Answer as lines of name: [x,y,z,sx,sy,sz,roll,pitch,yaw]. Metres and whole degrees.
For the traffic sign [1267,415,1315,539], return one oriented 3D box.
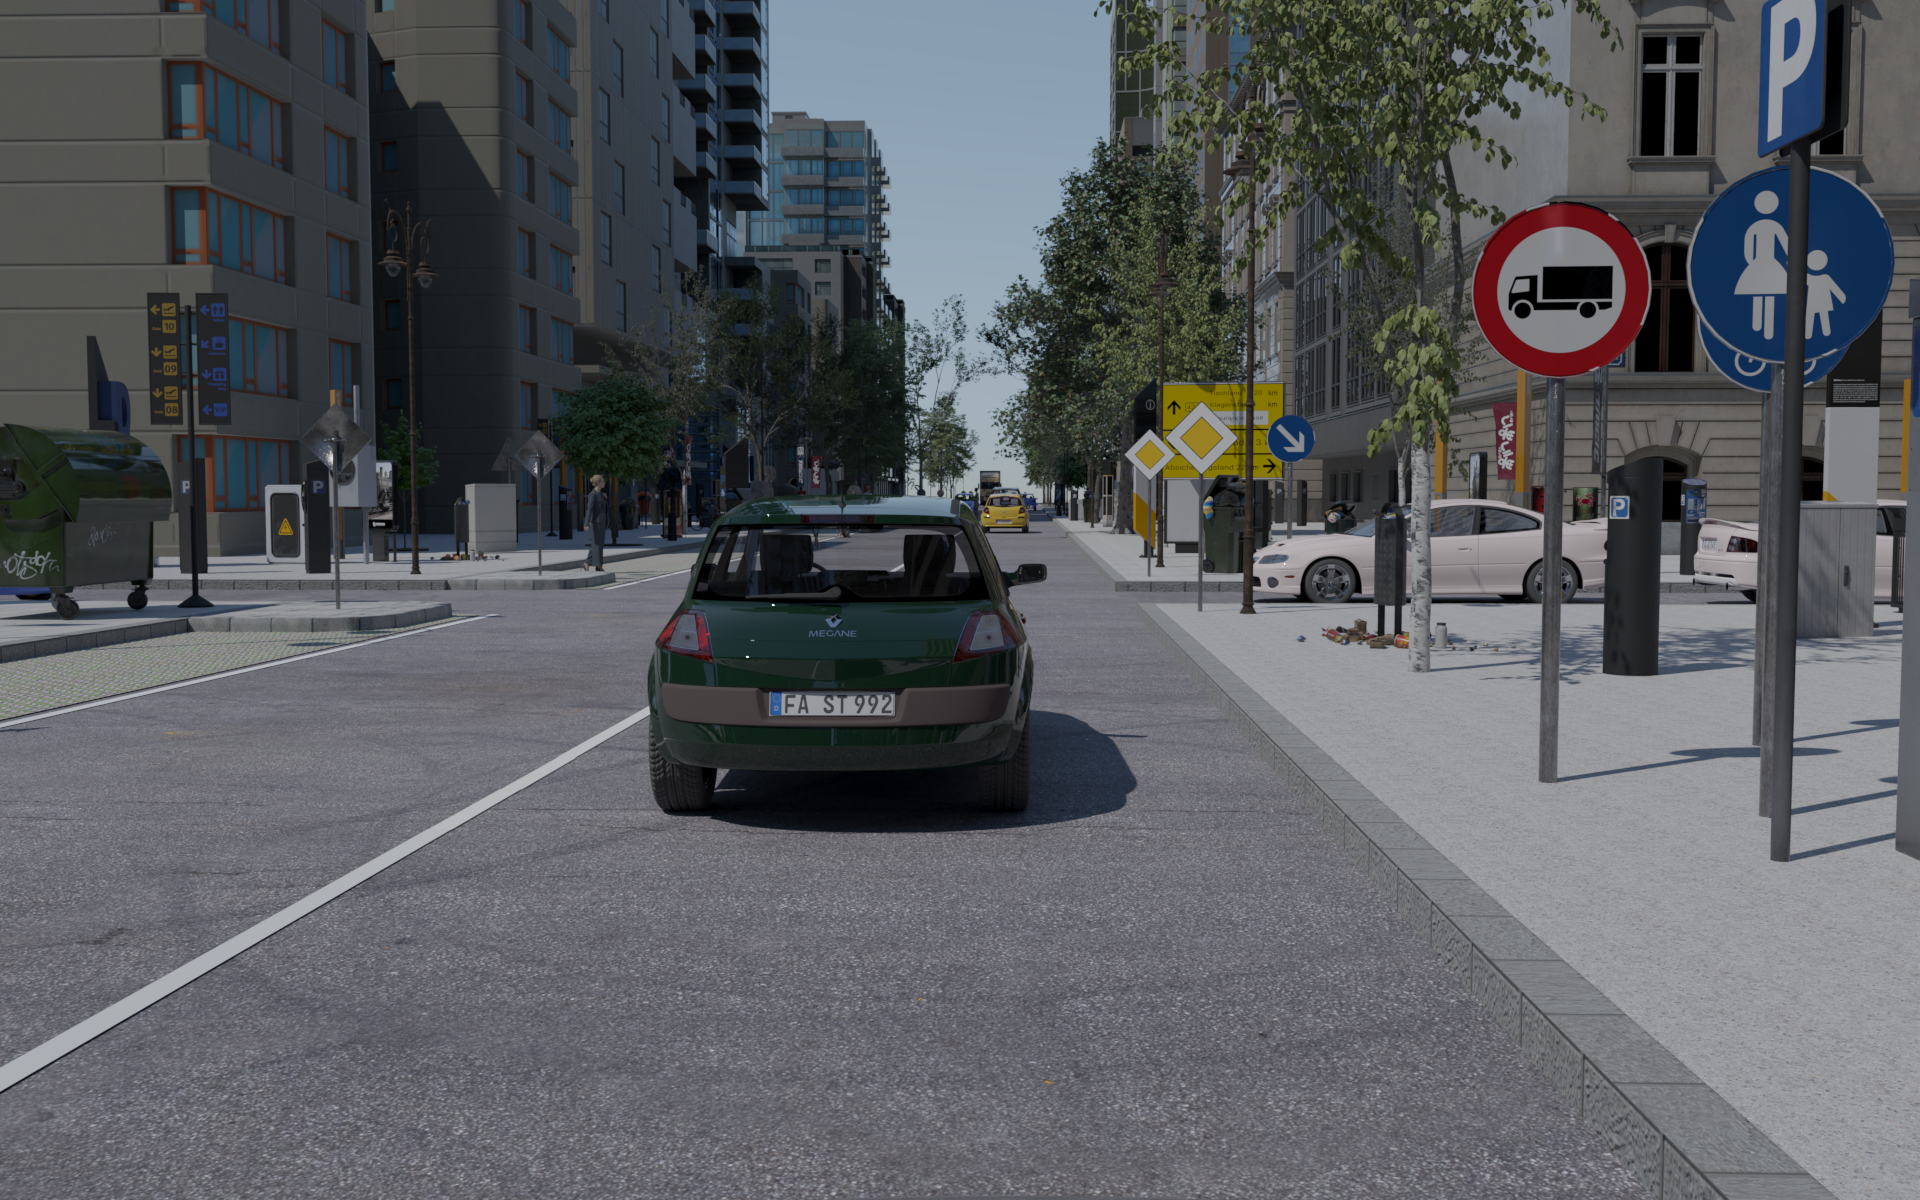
traffic sign: [5.330,-1.704,27.969,0.768,2.556,0.104,0,4,5]

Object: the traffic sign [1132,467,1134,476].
traffic sign: [7.108,-4.131,67.654,0.768,2.556,0.104,1,4,9]

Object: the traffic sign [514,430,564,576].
traffic sign: [-6.605,-1.441,27.200,0.795,2.450,0.064,0,4,2]

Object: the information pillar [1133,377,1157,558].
information pillar: [3.722,-2.652,34.712,0.504,3.616,0.183,-2,4,-24]

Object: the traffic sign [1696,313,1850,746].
traffic sign: [4.089,-0.530,8.766,0.768,2.556,0.104,0,4,6]

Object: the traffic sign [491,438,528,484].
traffic sign: [-10.352,-2.433,39.791,0.884,2.594,0.081,1,4,8]

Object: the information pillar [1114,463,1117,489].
information pillar: [9.030,-6.762,101.921,0.183,3.616,0.504,-2,4,-33]

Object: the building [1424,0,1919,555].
building: [29.628,-13.515,40.060,34.723,24.649,14.460,0,4,2]

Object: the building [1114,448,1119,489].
building: [31.210,-36.957,223.852,23.786,49.044,30.456,0,4,2]

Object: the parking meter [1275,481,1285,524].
parking meter: [13.876,-4.247,75.155,0.399,1.863,0.255,1,4,17]

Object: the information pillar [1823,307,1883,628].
information pillar: [8.540,-1.541,16.555,0.504,3.616,0.183,0,4,2]

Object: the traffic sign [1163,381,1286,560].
traffic sign: [4.746,-2.297,31.433,2.265,3.308,0.079,1,4,12]

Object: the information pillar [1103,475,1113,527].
information pillar: [5.764,-3.853,67.487,0.304,2.012,0.304,-2,4,-25]

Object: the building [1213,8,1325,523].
building: [20.435,-17.827,88.738,12.463,27.353,25.104,0,4,2]

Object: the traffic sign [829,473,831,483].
traffic sign: [-7.631,-5.967,97.671,0.768,2.556,0.104,0,4,3]

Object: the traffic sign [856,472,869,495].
traffic sign: [-5.755,-6.239,102.118,0.768,2.556,0.104,0,4,7]

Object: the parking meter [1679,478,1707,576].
parking meter: [11.605,-1.162,27.408,0.372,1.533,0.369,0,3,0]

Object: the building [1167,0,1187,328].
building: [22.789,-27.518,133.511,14.154,41.232,14.086,0,4,2]

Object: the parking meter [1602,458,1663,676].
parking meter: [4.785,-0.239,12.321,0.372,1.533,0.369,0,3,0]

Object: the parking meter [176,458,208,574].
parking meter: [-12.376,-1.357,27.906,0.399,1.863,0.255,1,4,13]

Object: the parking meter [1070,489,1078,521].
parking meter: [5.463,-4.545,82.728,0.372,1.533,0.369,0,3,0]

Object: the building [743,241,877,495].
building: [-17.300,-26.324,202.100,14.160,30.474,14.107,0,4,2]

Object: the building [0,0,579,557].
building: [-28.318,-12.510,49.576,27.650,21.520,28.899,0,4,2]

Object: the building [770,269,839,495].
building: [-25.736,-18.570,148.666,27.650,21.520,28.899,0,4,2]

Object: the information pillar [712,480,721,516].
information pillar: [-12.578,-5.196,89.439,0.304,2.012,0.304,3,5,39]

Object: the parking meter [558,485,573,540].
parking meter: [-11.116,-2.471,48.813,0.372,1.533,0.369,0,3,0]

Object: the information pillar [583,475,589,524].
information pillar: [-13.452,-3.511,61.903,0.304,2.012,0.304,1,4,9]

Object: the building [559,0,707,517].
building: [-28.768,-30.481,87.597,28.713,52.752,27.495,0,4,2]

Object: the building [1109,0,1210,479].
building: [29.914,-49.593,249.097,20.563,71.187,20.611,0,4,2]

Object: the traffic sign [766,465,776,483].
traffic sign: [-8.541,-4.698,76.916,0.768,2.556,0.104,0,4,6]

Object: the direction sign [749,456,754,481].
direction sign: [-12.534,-6.769,102.671,0.876,3.537,0.379,3,4,37]

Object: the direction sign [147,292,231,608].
direction sign: [-8.679,-1.686,19.564,0.876,3.537,0.379,0,4,-4]

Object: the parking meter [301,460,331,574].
parking meter: [-10.385,-1.359,27.925,0.399,1.863,0.255,-2,4,-34]

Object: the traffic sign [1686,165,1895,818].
traffic sign: [3.224,-0.410,6.815,0.768,2.556,0.104,0,4,7]

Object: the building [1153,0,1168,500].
building: [27.729,-37.431,154.000,21.231,58.520,28.212,0,4,2]

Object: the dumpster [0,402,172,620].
dumpster: [-9.535,-0.968,18.326,1.502,2.255,1.985,0,4,2]

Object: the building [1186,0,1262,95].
building: [23.066,-28.693,119.248,14.600,45.320,14.200,0,4,2]

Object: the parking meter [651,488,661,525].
parking meter: [-12.801,-3.948,72.953,0.372,1.533,0.369,0,3,0]

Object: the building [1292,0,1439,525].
building: [21.059,-16.541,63.949,14.314,27.812,24.014,0,4,2]

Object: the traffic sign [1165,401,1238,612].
traffic sign: [2.616,-0.929,18.826,0.795,2.450,0.064,0,4,2]

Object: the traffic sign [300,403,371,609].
traffic sign: [-6.920,-0.953,19.221,0.795,2.450,0.064,0,4,2]

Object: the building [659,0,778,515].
building: [-23.910,-49.176,116.694,22.319,86.520,31.000,0,4,2]

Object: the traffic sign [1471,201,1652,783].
traffic sign: [2.622,-0.461,7.644,0.768,2.556,0.104,0,4,5]

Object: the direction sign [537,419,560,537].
direction sign: [-12.354,-3.689,52.320,0.379,3.537,0.876,3,5,43]

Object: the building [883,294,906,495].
building: [-15.230,-29.086,247.249,14.160,30.474,14.107,0,4,2]

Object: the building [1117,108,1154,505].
building: [25.542,-33.723,201.487,14.600,45.320,14.200,0,4,2]

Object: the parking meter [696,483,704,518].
parking meter: [-13.854,-5.296,92.293,0.399,1.863,0.255,-3,5,-45]

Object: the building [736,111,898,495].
building: [-20.543,-36.961,223.917,23.786,49.044,30.456,0,4,2]

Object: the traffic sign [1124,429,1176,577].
traffic sign: [2.931,-1.417,26.805,0.795,2.450,0.064,0,4,2]

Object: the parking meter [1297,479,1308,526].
parking meter: [13.633,-3.872,69.010,0.399,1.863,0.255,-3,5,-39]

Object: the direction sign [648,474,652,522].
direction sign: [-13.995,-5.288,78.449,0.379,3.537,0.876,-1,4,-15]

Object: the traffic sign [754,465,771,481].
traffic sign: [-8.728,-4.675,76.548,0.768,2.556,0.104,1,4,9]

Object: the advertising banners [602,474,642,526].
advertising banners: [-13.936,-4.549,70.565,2.074,3.025,0.090,1,4,12]
